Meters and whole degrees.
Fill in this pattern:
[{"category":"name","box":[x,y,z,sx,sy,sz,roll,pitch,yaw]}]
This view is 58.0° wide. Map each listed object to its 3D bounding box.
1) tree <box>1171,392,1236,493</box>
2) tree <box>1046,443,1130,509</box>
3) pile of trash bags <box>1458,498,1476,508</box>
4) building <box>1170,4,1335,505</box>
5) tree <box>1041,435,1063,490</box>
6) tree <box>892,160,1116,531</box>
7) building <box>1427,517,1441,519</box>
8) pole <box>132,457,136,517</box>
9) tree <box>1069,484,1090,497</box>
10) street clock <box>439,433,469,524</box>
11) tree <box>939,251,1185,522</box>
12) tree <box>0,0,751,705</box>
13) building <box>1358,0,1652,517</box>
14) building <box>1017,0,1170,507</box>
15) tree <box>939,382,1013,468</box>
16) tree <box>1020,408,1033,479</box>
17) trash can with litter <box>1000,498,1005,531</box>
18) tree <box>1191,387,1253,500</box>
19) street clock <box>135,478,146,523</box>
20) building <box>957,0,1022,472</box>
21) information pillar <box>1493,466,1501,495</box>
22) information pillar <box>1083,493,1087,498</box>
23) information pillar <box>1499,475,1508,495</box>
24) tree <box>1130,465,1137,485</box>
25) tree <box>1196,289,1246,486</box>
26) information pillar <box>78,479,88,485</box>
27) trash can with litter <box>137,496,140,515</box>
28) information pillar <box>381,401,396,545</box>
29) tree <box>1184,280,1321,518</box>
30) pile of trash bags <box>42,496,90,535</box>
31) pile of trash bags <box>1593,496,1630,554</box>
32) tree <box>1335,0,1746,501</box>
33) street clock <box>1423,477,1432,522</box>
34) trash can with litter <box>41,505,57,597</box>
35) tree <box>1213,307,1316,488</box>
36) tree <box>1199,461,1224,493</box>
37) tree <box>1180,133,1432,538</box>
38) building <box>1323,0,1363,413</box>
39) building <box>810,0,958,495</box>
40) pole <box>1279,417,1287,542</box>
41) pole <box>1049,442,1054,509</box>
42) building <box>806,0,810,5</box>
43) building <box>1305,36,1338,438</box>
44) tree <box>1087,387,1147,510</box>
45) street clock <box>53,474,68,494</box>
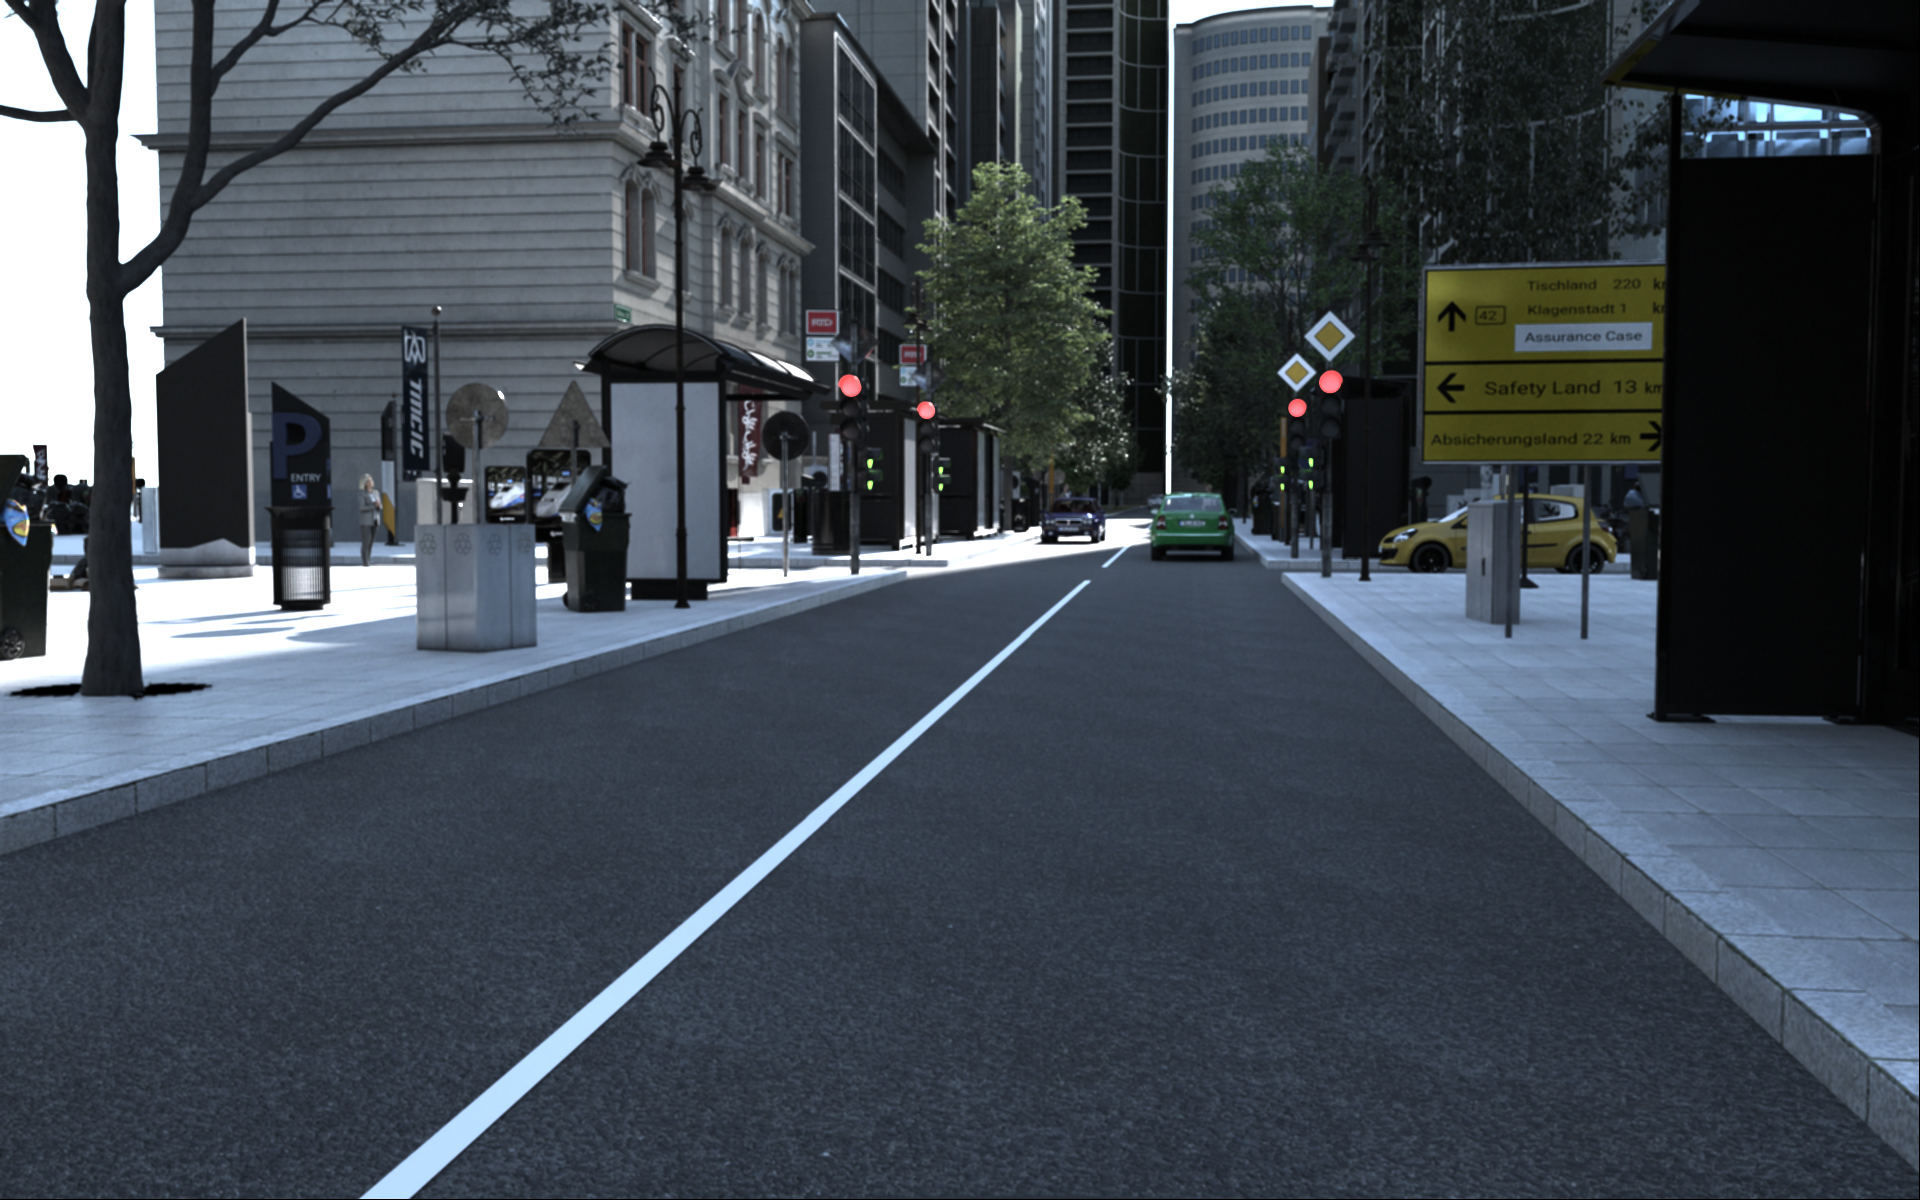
[{"category":"tree","box":[27.153,-16.980,184.271,9.857,13.997,8.962,0,3,0]},{"category":"tree","box":[6.180,-6.619,91.942,4.285,4.588,4.351,0,3,0]},{"category":"pile of trash bags","box":[16.301,-2.546,51.385,3.447,1.369,1.912,2,4,26]},{"category":"building","box":[39.625,-40.753,208.315,28.212,58.520,21.231,0,4,7]},{"category":"tree","box":[4.655,-9.489,105.500,4.360,8.622,3.978,0,3,0]},{"category":"tree","box":[1.540,-8.671,59.896,7.486,12.596,7.792,0,3,0]},{"category":"building","box":[34.055,-39.930,91.102,20.563,71.187,20.611,0,4,7]},{"category":"pole","box":[-45.319,-6.187,94.996,0.158,3.312,0.155,0,3,0]},{"category":"tree","box":[6.825,-6.247,96.740,1.663,3.219,1.824,0,3,0]},{"category":"street clock","box":[-5.993,-0.977,20.537,0.358,2.002,0.471,-1,4,-21]},{"category":"tree","box":[3.456,-9.932,79.388,9.611,12.733,9.660,0,3,0]},{"category":"tree","box":[-5.365,-6.147,10.871,12.009,13.543,11.850,0,3,0]},{"category":"building","box":[36.670,-41.587,118.195,20.563,71.187,20.611,0,4,7]},{"category":"building","box":[14.920,-47.234,210.535,20.611,71.187,20.563,0,4,7]},{"category":"tree","box":[0.688,-8.483,89.066,4.360,8.622,3.978,0,3,0]},{"category":"tree","box":[2.144,-9.160,100.125,4.360,8.622,3.978,0,3,0]},{"category":"trash can with litter","box":[0.978,-2.833,57.699,1.055,1.170,0.624,1,4,9]},{"category":"tree","box":[25.708,-15.241,167.312,7.486,12.596,7.792,0,3,0]},{"category":"street clock","box":[-36.199,-4.404,76.571,0.358,2.002,0.471,0,4,6]},{"category":"building","box":[-2.720,-27.852,138.973,14.154,41.232,14.086,0,4,7]},{"category":"information pillar","box":[21.861,-4.827,70.268,0.504,3.616,0.183,0,4,7]},{"category":"information pillar","box":[8.019,-6.478,110.412,0.304,2.012,0.304,-2,4,-30]},{"category":"information pillar","box":[20.569,-3.728,65.450,0.304,2.012,0.304,3,5,45]},{"category":"tree","box":[13.621,-10.186,150.248,4.285,4.588,4.351,0,3,0]},{"category":"tree","box":[10.449,-6.747,60.680,4.360,8.622,3.978,0,3,0]},{"category":"information pillar","box":[-41.477,-4.740,81.993,0.304,2.012,0.304,1,4,9]},{"category":"trash can with litter","box":[-52.801,-6.102,111.157,0.624,1.170,1.055,1,4,13]},{"category":"information pillar","box":[-14.302,-3.179,43.331,0.183,3.616,0.504,0,4,8]},{"category":"tree","box":[15.219,-10.759,92.915,9.611,12.733,9.660,0,3,0]},{"category":"pile of trash bags","box":[-28.768,-2.729,54.380,3.447,1.369,1.912,-3,5,-43]},{"category":"pile of trash bags","box":[14.448,-1.728,38.001,3.447,1.369,1.912,1,4,9]},{"category":"tree","box":[5.899,-4.178,18.671,4.360,8.622,3.978,0,3,0]},{"category":"street clock","box":[19.277,-4.111,71.784,0.471,2.002,0.358,0,4,0]},{"category":"trash can with litter","box":[-11.664,-0.600,21.193,1.055,1.170,0.624,-3,4,-36]},{"category":"tree","box":[12.164,-7.137,67.059,4.737,8.622,4.395,0,3,0]},{"category":"tree","box":[23.717,-10.769,159.786,4.285,4.588,4.351,0,3,0]},{"category":"tree","box":[10.241,-7.667,51.111,9.928,11.665,9.643,0,3,0]},{"category":"building","box":[42.130,-32.064,143.860,23.786,49.044,30.456,0,4,7]},{"category":"building","box":[-1.980,-44.673,168.647,20.611,71.187,20.563,0,4,7]},{"category":"pole","box":[8.591,-3.191,46.024,0.158,3.312,0.155,0,3,0]},{"category":"pole","box":[3.569,-4.519,67.727,0.158,3.312,0.155,0,3,0]},{"category":"building","box":[-8.718,-41.781,121.379,20.563,71.187,20.611,0,4,7]},{"category":"building","box":[40.778,-31.601,166.794,14.600,45.320,14.200,0,4,7]},{"category":"tree","box":[9.615,-10.165,116.567,4.737,8.622,4.395,0,3,0]},{"category":"street clock","box":[-31.737,-3.461,61.157,0.471,2.002,0.358,1,4,15]}]
